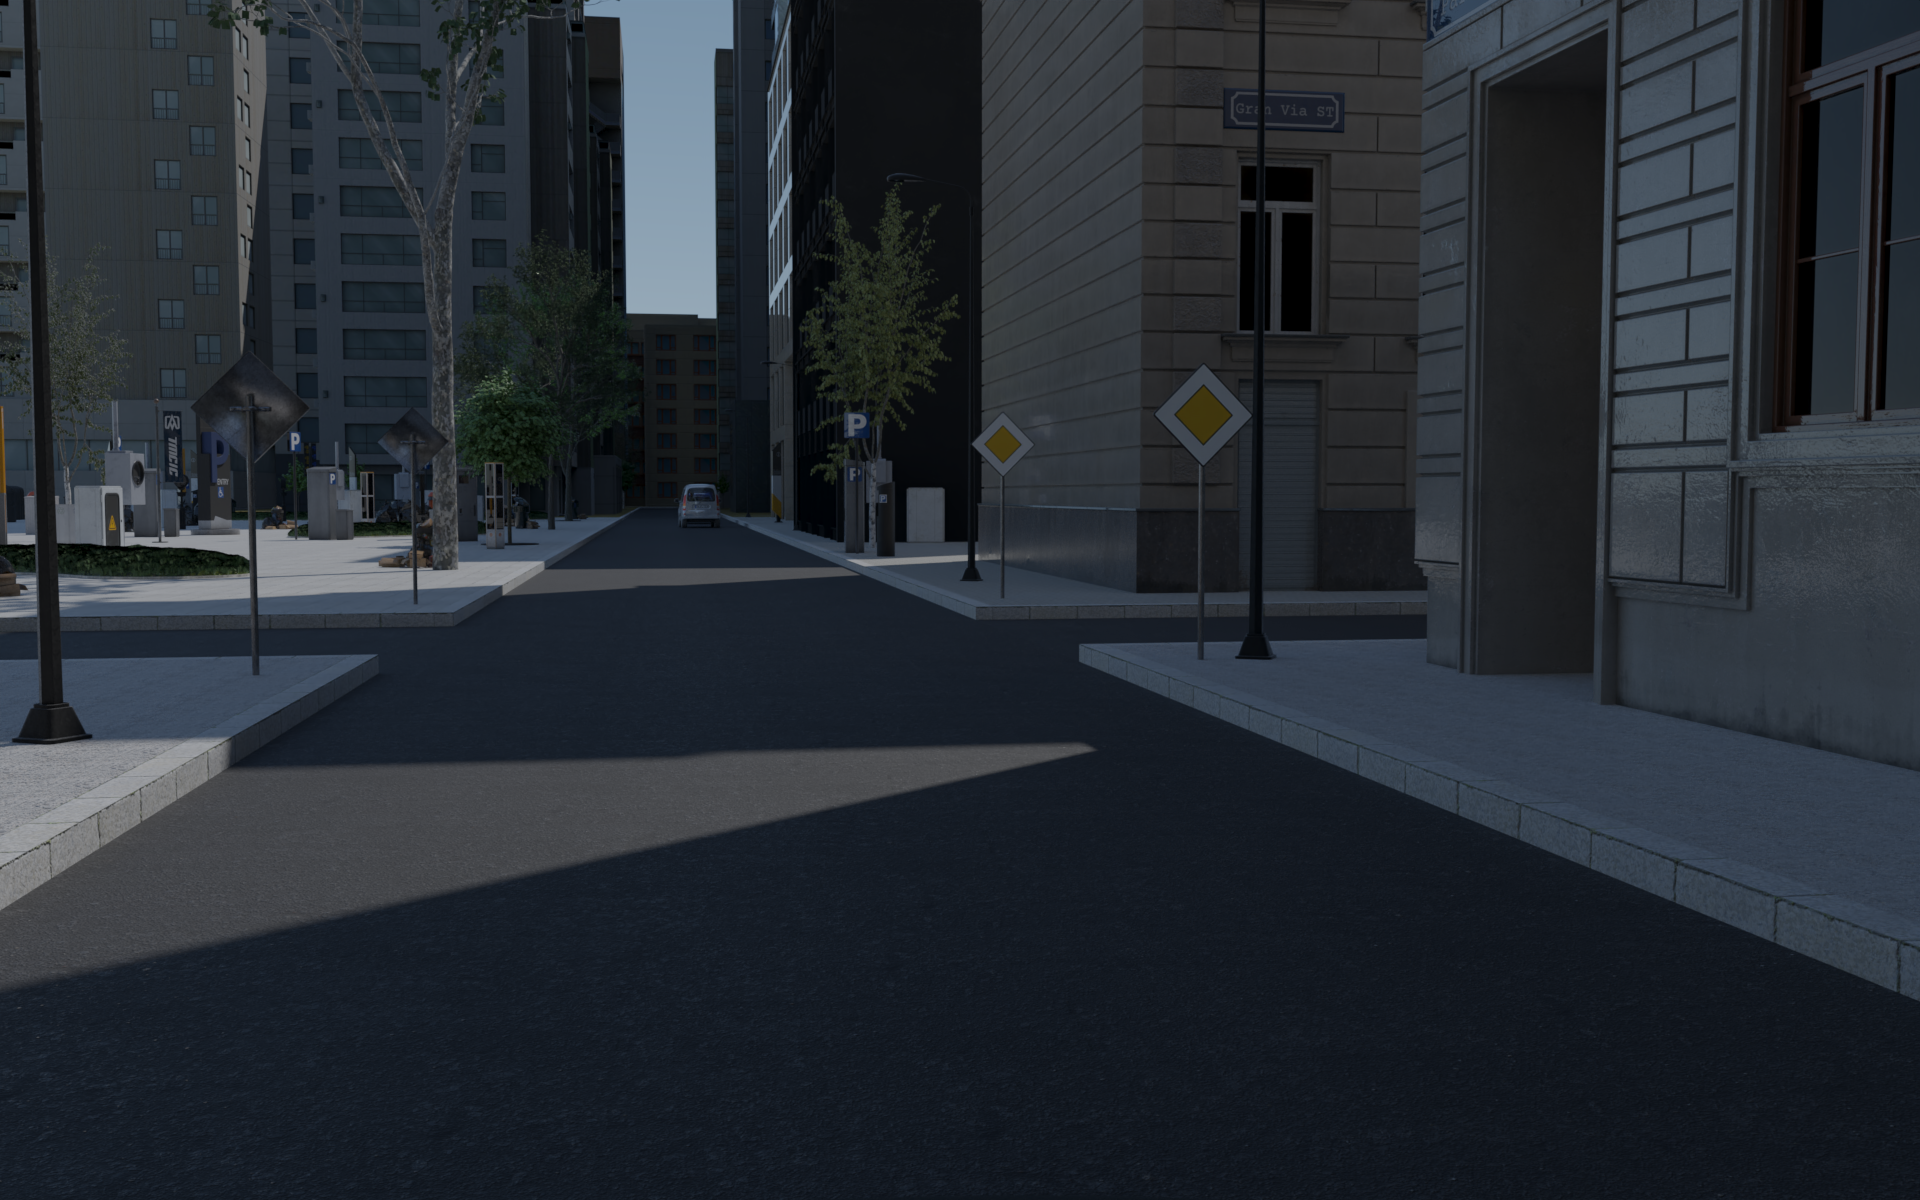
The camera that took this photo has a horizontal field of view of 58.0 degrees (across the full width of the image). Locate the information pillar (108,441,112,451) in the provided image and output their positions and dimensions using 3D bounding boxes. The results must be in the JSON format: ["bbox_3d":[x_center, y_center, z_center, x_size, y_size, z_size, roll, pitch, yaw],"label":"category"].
[{"bbox_3d":[-37.415,-5.196,76.303,0.183,3.616,0.504,-3,4,-37],"label":"information pillar"}]

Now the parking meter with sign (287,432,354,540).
[{"bbox_3d":[-17.860,-3.193,48.470,1.738,3.016,0.543,1,4,11],"label":"parking meter with sign"}]

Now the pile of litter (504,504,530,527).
[{"bbox_3d":[-19.513,-3.665,73.881,1.719,0.858,1.176,1,4,19],"label":"pile of litter"}]

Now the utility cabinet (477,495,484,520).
[{"bbox_3d":[-22.344,-4.253,80.692,0.306,1.237,1.020,-1,4,-12],"label":"utility cabinet"}]

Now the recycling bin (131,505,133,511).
[{"bbox_3d":[-37.212,-4.053,78.814,0.722,1.027,0.722,3,5,41],"label":"recycling bin"}]

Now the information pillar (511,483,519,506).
[{"bbox_3d":[-23.563,-5.334,91.702,0.304,2.012,0.304,1,4,10],"label":"information pillar"}]

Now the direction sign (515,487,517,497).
[{"bbox_3d":[-18.323,-4.862,71.491,0.379,3.537,0.876,1,4,13],"label":"direction sign"}]

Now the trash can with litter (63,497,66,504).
[{"bbox_3d":[-44.752,-4.625,86.678,2.233,1.210,1.678,3,4,36],"label":"trash can with litter"}]

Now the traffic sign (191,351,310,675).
[{"bbox_3d":[-4.988,-0.524,12.214,0.795,2.450,0.064,-1,4,-10],"label":"traffic sign"}]

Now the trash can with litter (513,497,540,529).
[{"bbox_3d":[-15.909,-3.199,63.698,1.055,1.170,0.624,2,4,25],"label":"trash can with litter"}]

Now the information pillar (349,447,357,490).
[{"bbox_3d":[-30.036,-5.770,85.696,0.504,3.616,0.183,3,4,37],"label":"information pillar"}]

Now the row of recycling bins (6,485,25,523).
[{"bbox_3d":[-47.472,-4.875,86.822,1.069,1.692,3.534,-2,4,-26],"label":"row of recycling bins"}]

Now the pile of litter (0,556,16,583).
[{"bbox_3d":[-13.587,-0.578,23.423,1.176,0.858,1.719,3,4,37],"label":"pile of litter"}]

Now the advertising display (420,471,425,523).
[{"bbox_3d":[-15.244,-2.686,49.133,0.123,1.923,0.974,-1,4,-17],"label":"advertising display"}]

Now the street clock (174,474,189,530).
[{"bbox_3d":[-28.135,-3.550,62.609,0.471,2.002,0.358,0,4,-4],"label":"street clock"}]

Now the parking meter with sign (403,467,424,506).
[{"bbox_3d":[-26.532,-5.347,83.677,1.738,3.016,0.543,1,4,13],"label":"parking meter with sign"}]

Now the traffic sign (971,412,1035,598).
[{"bbox_3d":[0.519,-1.076,21.228,0.795,2.450,0.064,-1,4,-10],"label":"traffic sign"}]

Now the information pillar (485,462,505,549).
[{"bbox_3d":[-10.831,-2.192,40.332,0.304,2.012,0.304,2,4,27],"label":"information pillar"}]

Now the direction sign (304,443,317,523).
[{"bbox_3d":[-28.844,-5.195,76.938,0.379,3.537,0.876,1,4,14],"label":"direction sign"}]

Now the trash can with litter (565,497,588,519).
[{"bbox_3d":[-19.376,-4.659,87.557,1.055,1.170,0.624,-3,5,-40],"label":"trash can with litter"}]

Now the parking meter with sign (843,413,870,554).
[{"bbox_3d":[-2.298,-2.548,37.925,0.543,3.016,1.738,0,4,-6],"label":"parking meter with sign"}]

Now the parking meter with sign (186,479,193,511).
[{"bbox_3d":[-39.074,-5.558,87.136,0.543,3.016,1.738,-3,5,-41],"label":"parking meter with sign"}]

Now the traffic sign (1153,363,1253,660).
[{"bbox_3d":[1.861,-0.594,13.356,0.795,2.450,0.064,-1,4,-10],"label":"traffic sign"}]

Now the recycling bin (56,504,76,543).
[{"bbox_3d":[-22.222,-1.858,42.933,0.722,1.027,0.722,3,5,43],"label":"recycling bin"}]

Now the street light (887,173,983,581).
[{"bbox_3d":[-0.365,-3.230,25.348,1.470,5.913,1.316,-1,4,-10],"label":"street light"}]

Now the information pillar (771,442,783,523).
[{"bbox_3d":[-8.224,-5.284,77.752,0.504,3.616,0.183,-3,5,-41],"label":"information pillar"}]

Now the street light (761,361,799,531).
[{"bbox_3d":[-6.249,-5.387,60.610,1.470,5.913,1.316,-1,4,-10],"label":"street light"}]

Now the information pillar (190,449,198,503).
[{"bbox_3d":[-40.063,-6.082,90.796,0.504,3.616,0.183,0,4,-1],"label":"information pillar"}]

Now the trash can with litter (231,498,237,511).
[{"bbox_3d":[-36.637,-4.650,87.409,0.624,1.170,1.055,3,4,36],"label":"trash can with litter"}]

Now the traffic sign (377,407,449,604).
[{"bbox_3d":[-6.330,-1.006,20.086,0.795,2.450,0.064,-1,4,-10],"label":"traffic sign"}]

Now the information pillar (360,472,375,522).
[{"bbox_3d":[-19.836,-3.272,57.996,0.304,2.012,0.304,2,4,28],"label":"information pillar"}]

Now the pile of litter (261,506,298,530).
[{"bbox_3d":[-24.705,-3.008,63.145,1.719,0.858,1.176,-3,5,-39],"label":"pile of litter"}]

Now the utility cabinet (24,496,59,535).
[{"bbox_3d":[-29.001,-2.664,54.714,1.020,1.237,0.306,1,4,10],"label":"utility cabinet"}]

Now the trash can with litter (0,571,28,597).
[{"bbox_3d":[-12.218,-0.618,21.486,0.624,1.170,1.055,2,4,26],"label":"trash can with litter"}]

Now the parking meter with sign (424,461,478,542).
[{"bbox_3d":[-13.488,-3.096,46.878,0.543,3.016,1.738,3,5,45],"label":"parking meter with sign"}]

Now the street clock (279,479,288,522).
[{"bbox_3d":[-31.536,-4.660,80.761,0.358,2.002,0.471,-1,4,-21],"label":"street clock"}]

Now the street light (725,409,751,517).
[{"bbox_3d":[-12.208,-7.506,95.258,1.470,5.913,1.316,-1,4,-10],"label":"street light"}]

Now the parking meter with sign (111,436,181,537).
[{"bbox_3d":[-24.257,-3.388,51.658,1.738,3.016,0.543,0,4,-6],"label":"parking meter with sign"}]

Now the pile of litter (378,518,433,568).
[{"bbox_3d":[-9.612,-1.009,30.464,1.176,0.858,1.719,-2,4,-27],"label":"pile of litter"}]

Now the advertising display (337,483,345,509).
[{"bbox_3d":[-32.391,-5.179,89.887,0.974,1.923,0.123,1,4,9],"label":"advertising display"}]

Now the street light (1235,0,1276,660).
[{"bbox_3d":[1.780,-2.493,13.294,1.470,5.913,1.316,-1,4,-10],"label":"street light"}]
